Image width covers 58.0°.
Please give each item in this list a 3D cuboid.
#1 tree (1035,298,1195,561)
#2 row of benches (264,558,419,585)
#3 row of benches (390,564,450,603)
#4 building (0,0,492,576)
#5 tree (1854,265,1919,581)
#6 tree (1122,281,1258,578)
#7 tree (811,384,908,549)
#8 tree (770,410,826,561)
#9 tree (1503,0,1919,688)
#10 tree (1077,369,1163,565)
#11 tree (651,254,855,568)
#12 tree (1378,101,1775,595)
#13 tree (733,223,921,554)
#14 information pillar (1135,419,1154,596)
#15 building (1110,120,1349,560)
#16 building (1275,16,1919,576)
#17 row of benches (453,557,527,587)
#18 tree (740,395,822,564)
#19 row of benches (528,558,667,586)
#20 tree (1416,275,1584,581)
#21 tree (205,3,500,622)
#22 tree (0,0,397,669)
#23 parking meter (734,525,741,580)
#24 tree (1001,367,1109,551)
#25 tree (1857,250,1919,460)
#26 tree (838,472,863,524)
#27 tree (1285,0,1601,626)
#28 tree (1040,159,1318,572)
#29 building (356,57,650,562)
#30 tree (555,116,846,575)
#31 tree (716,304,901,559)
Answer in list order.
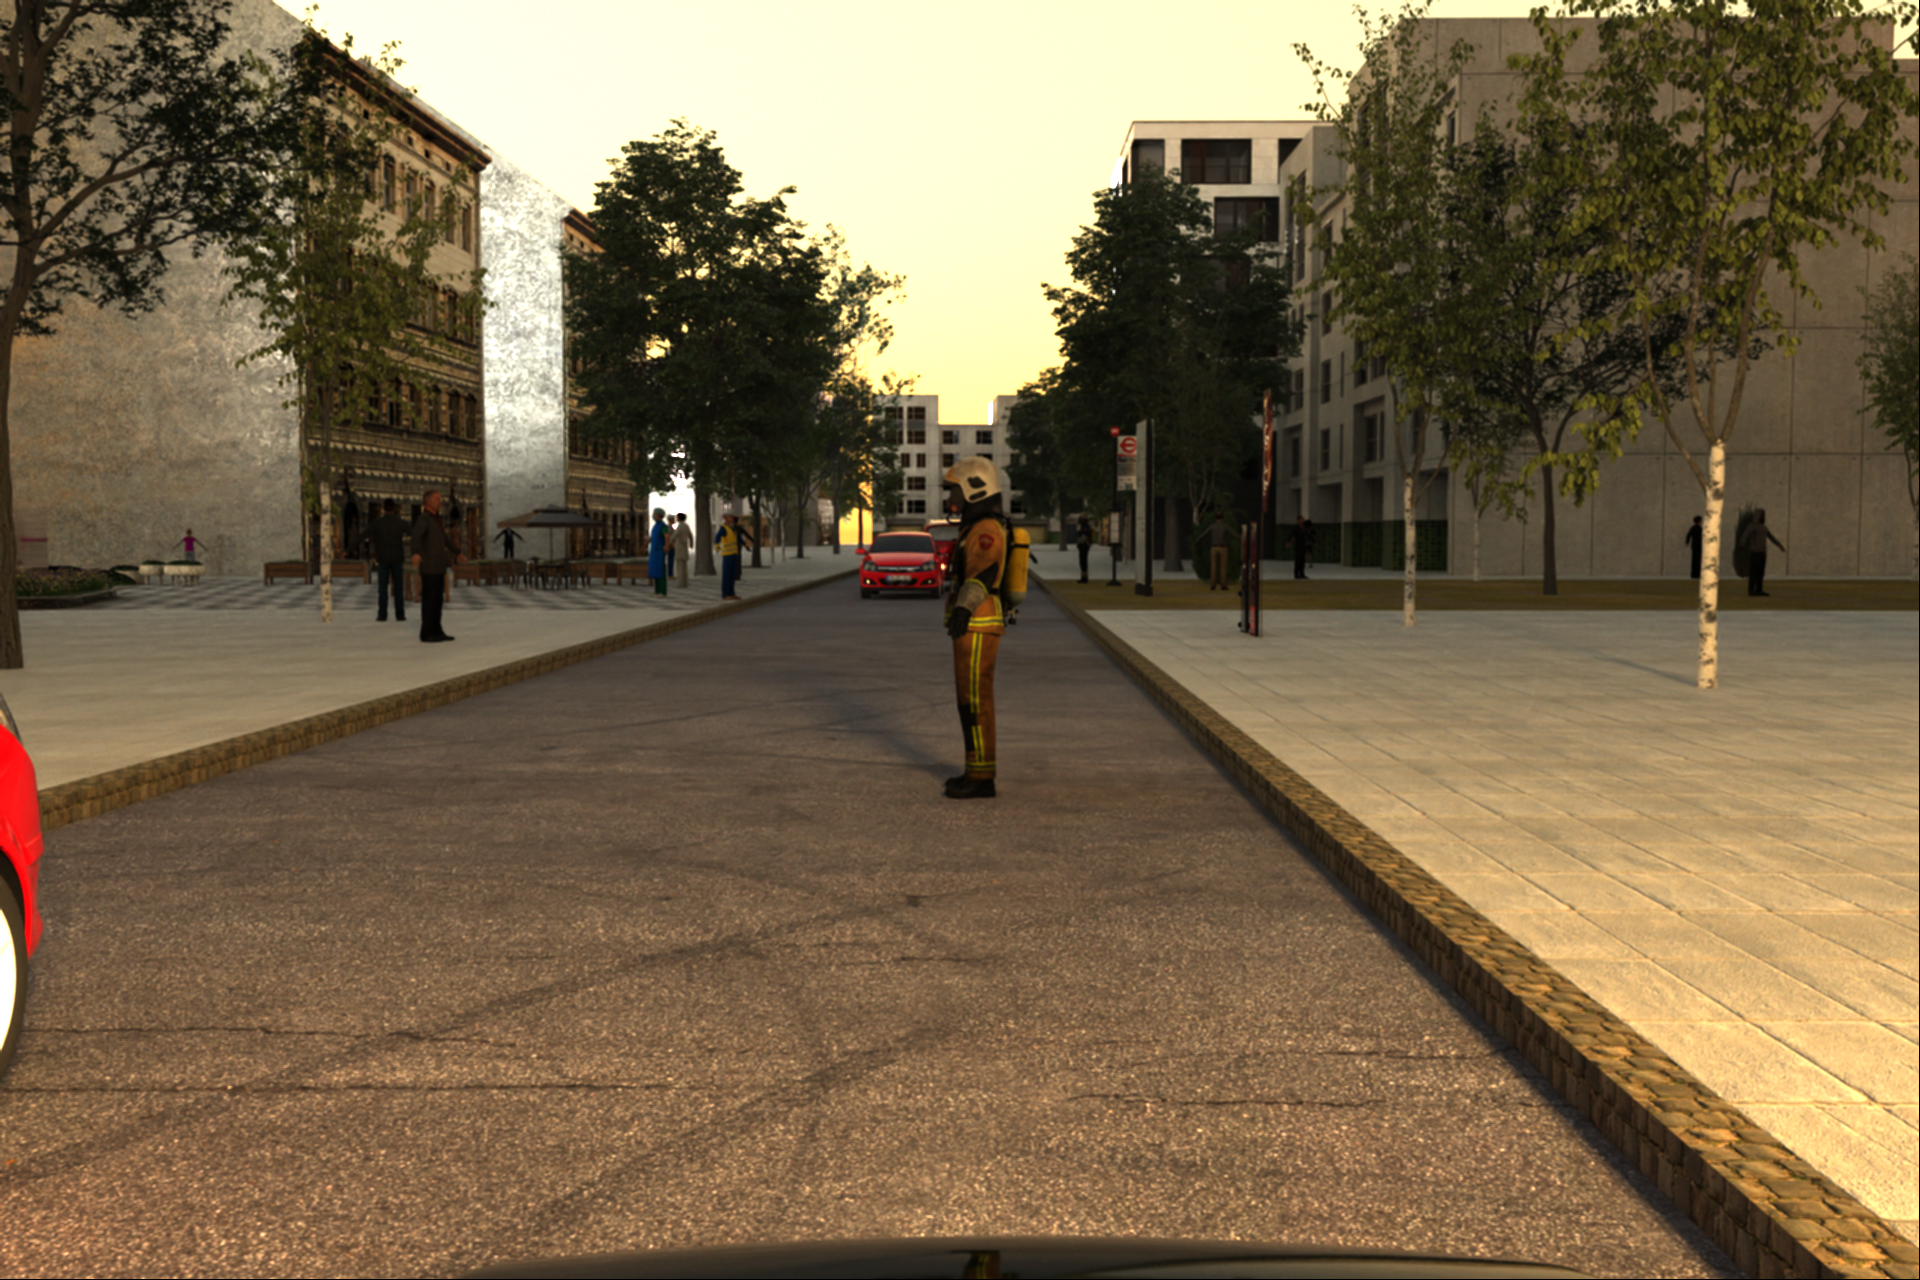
[{"bbox_3d":[7.389,-9.947,80.763,7.486,12.596,7.792,0,3,0],"label":"tree"},{"bbox_3d":[-15.569,-1.763,44.281,4.104,0.672,1.422,0,4,-8],"label":"row of benches"},{"bbox_3d":[-10.686,-1.142,34.140,1.422,0.672,4.104,-2,4,-24],"label":"row of benches"},{"bbox_3d":[-28.847,-14.086,61.237,19.493,23.208,18.063,0,4,2],"label":"building"},{"bbox_3d":[26.097,-5.902,46.853,4.737,8.622,4.395,0,3,0],"label":"tree"},{"bbox_3d":[7.002,-6.121,50.438,4.360,8.622,3.978,0,3,0],"label":"tree"},{"bbox_3d":[-7.968,-13.034,131.236,7.486,12.596,7.792,0,3,0],"label":"tree"},{"bbox_3d":[-8.269,-7.990,81.004,4.737,8.622,4.395,0,3,0],"label":"tree"},{"bbox_3d":[6.346,-3.920,14.451,4.737,8.622,4.395,0,3,0],"label":"tree"},{"bbox_3d":[6.855,-7.443,72.057,4.737,8.622,4.395,0,3,0],"label":"tree"},{"bbox_3d":[-7.840,-8.557,65.668,9.928,11.665,9.643,0,3,0],"label":"tree"},{"bbox_3d":[12.660,-6.250,36.600,8.767,10.594,7.601,2,4,27],"label":"tree"},{"bbox_3d":[-8.669,-15.441,108.357,12.611,20.169,13.585,0,3,0],"label":"tree"},{"bbox_3d":[3.866,-2.754,36.340,0.184,3.620,1.656,0,4,-1],"label":"information pillar"},{"bbox_3d":[22.653,-15.793,102.194,27.936,21.610,32.646,0,4,1],"label":"building"},{"bbox_3d":[23.558,-12.331,68.071,16.747,18.905,31.486,0,4,1],"label":"building"},{"bbox_3d":[-11.905,-1.753,44.123,1.422,0.672,4.104,0,4,3],"label":"row of benches"},{"bbox_3d":[-8.044,-7.606,74.726,4.737,8.622,4.395,0,3,0],"label":"tree"},{"bbox_3d":[-9.113,-1.729,43.734,4.104,0.672,1.422,2,4,28],"label":"row of benches"},{"bbox_3d":[13.960,-5.921,47.169,4.360,8.622,3.978,0,3,0],"label":"tree"},{"bbox_3d":[-9.087,-4.579,25.233,4.737,8.622,4.395,0,3,0],"label":"tree"},{"bbox_3d":[-9.191,-4.983,15.889,8.767,10.594,7.601,1,4,12],"label":"tree"},{"bbox_3d":[-6.309,-2.437,48.264,0.372,1.533,0.369,0,3,0],"label":"parking meter"},{"bbox_3d":[7.664,-13.644,129.726,9.857,13.997,8.962,0,3,0],"label":"tree"},{"bbox_3d":[23.443,-5.607,42.029,4.360,8.622,3.978,0,3,0],"label":"tree"},{"bbox_3d":[-15.987,-18.602,222.270,7.486,12.596,7.792,0,3,0],"label":"tree"},{"bbox_3d":[6.322,-4.490,23.772,4.737,8.622,4.395,0,3,0],"label":"tree"},{"bbox_3d":[7.312,-9.323,59.091,9.857,13.997,8.962,0,3,0],"label":"tree"},{"bbox_3d":[-27.292,-15.809,89.407,19.493,23.208,18.063,0,4,2],"label":"building"},{"bbox_3d":[-7.948,-8.989,53.631,9.857,13.997,8.962,0,3,0],"label":"tree"},{"bbox_3d":[-8.291,-11.041,90.883,12.009,13.543,11.850,0,3,0],"label":"tree"}]
